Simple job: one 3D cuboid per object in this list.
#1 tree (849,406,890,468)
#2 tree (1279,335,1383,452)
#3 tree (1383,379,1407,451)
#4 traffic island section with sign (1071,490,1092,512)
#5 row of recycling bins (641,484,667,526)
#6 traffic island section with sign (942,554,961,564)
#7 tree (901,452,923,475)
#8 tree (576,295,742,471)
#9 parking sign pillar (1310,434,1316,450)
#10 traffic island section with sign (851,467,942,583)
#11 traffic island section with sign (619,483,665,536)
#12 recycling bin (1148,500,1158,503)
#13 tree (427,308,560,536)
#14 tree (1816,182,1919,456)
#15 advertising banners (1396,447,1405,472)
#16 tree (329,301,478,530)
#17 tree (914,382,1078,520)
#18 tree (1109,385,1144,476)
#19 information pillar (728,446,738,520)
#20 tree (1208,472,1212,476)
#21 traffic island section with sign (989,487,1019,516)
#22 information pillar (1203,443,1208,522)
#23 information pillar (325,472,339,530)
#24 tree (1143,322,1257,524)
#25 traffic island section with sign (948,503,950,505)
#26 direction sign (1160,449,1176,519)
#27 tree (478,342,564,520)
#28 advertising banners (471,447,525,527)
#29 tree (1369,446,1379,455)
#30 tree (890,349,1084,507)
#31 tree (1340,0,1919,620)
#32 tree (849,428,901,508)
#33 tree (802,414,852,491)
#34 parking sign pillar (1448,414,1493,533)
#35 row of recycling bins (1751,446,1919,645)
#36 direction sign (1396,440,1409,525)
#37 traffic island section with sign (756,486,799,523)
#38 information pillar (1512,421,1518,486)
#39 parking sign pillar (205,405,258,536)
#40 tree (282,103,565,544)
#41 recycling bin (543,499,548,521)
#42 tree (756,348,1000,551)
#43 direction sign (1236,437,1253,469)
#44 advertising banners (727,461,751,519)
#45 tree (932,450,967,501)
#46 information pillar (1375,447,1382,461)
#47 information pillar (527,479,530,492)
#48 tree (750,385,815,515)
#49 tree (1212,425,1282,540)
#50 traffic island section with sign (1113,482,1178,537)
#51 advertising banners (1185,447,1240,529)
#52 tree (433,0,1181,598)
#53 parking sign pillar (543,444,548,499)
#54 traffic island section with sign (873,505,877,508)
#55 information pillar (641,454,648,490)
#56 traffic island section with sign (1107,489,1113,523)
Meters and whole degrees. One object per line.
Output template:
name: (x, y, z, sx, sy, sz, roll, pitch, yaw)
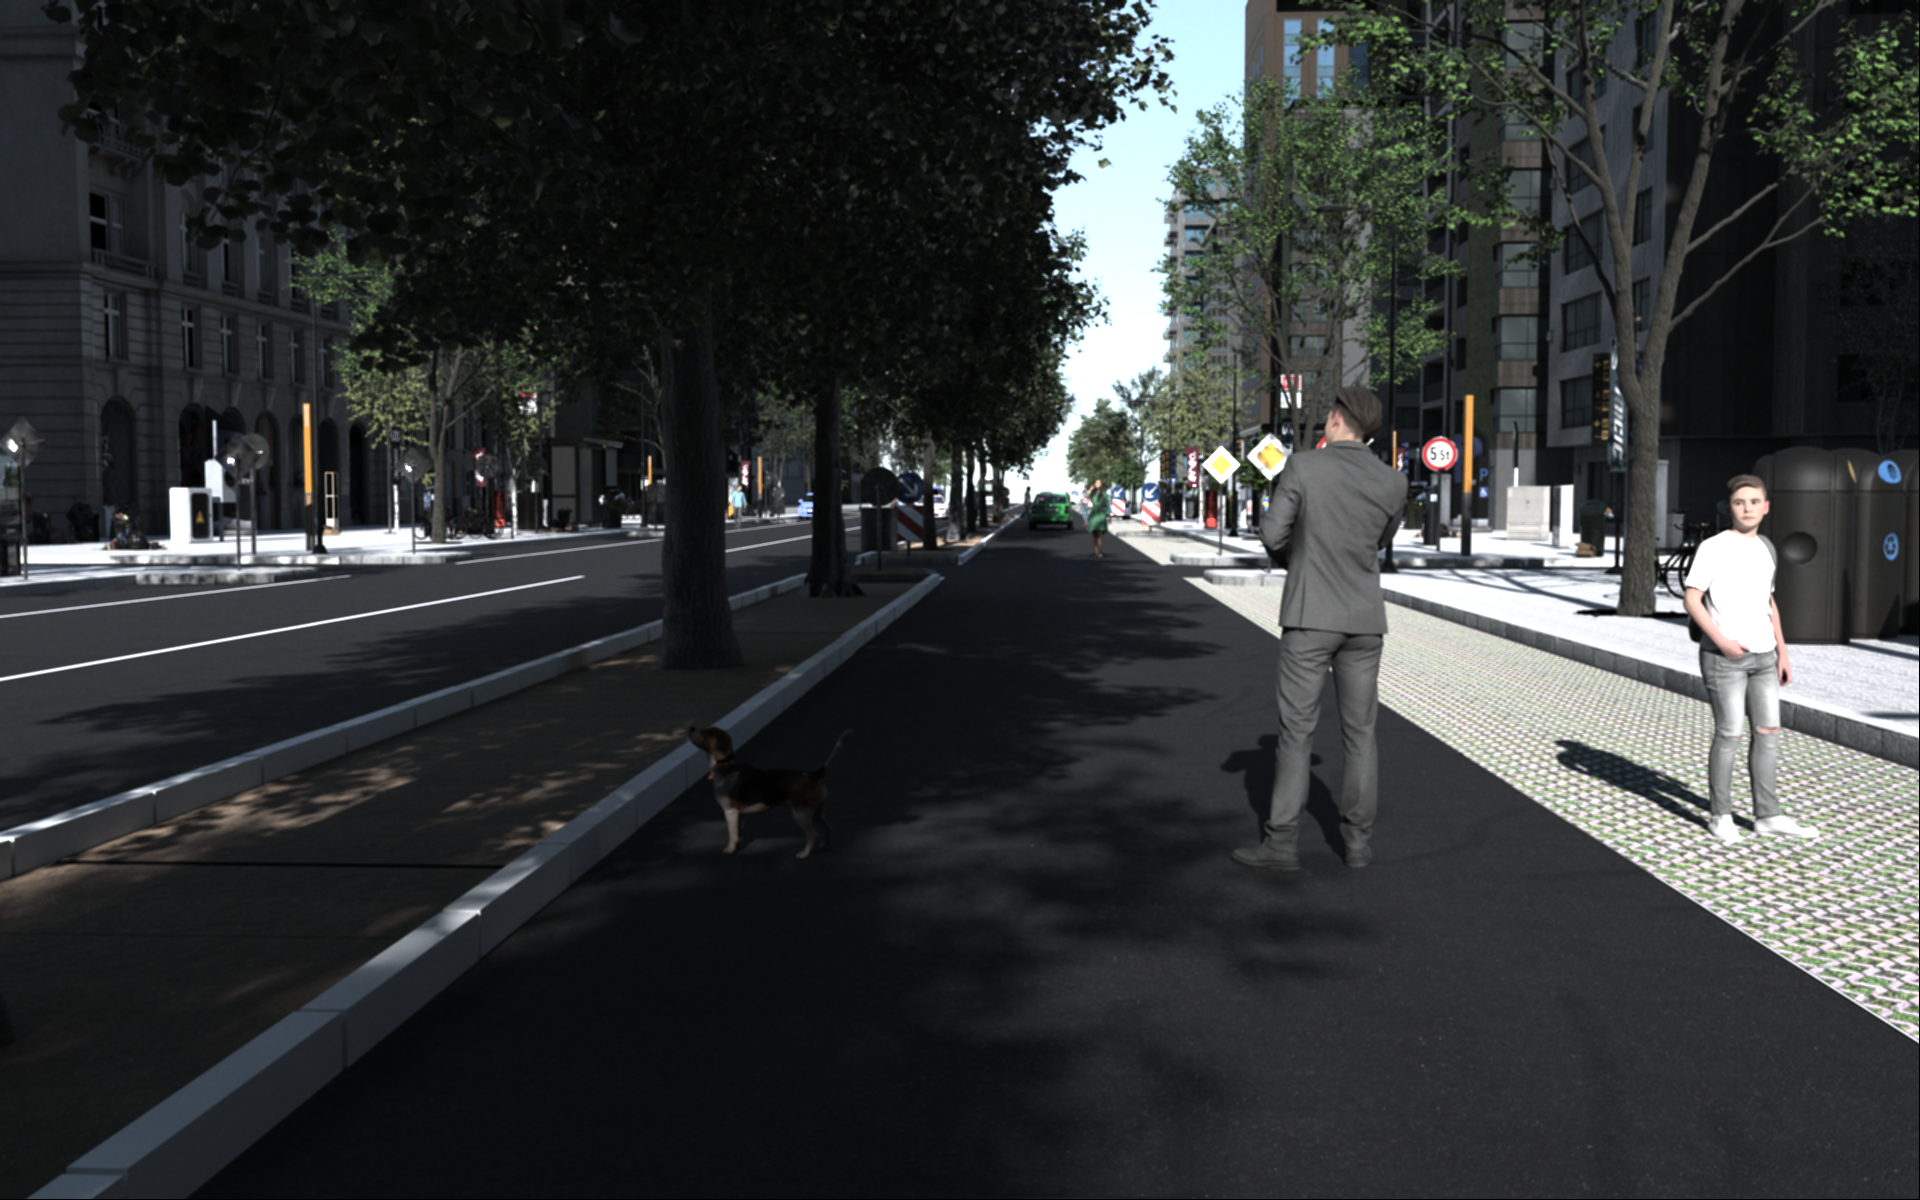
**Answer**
tree: (-6.810, -16.732, 183.930, 12.009, 13.543, 11.850, 0, 3, 0)
tree: (16.919, -7.991, 81.019, 4.360, 8.622, 3.978, 0, 3, 0)
tree: (25.095, -9.559, 106.657, 4.360, 8.622, 3.978, 0, 3, 0)
traffic island section with sign: (11.658, -9.438, 162.938, 1.989, 1.847, 2.006, 0, 4, 3)
row of recycling bins: (-12.556, -3.964, 71.925, 1.069, 1.692, 3.534, -1, 4, -18)
traffic island section with sign: (-1.010, -1.708, 36.070, 2.006, 1.907, 1.989, 0, 4, 3)
tree: (-5.931, -15.267, 199.971, 4.360, 8.622, 3.978, 0, 3, 0)
tree: (-12.822, -8.610, 75.184, 7.601, 10.594, 8.767, 2, 4, 34)
parking sign pillar: (15.349, -5.465, 77.832, 1.447, 3.967, 1.447, 1, 4, 21)
traffic island section with sign: (-1.401, -1.256, 28.673, 2.006, 1.907, 1.989, 0, 4, 3)
traffic island section with sign: (-10.521, -3.113, 59.522, 1.989, 1.847, 2.006, 0, 4, 3)
recycling bin: (11.464, -5.441, 101.516, 0.722, 1.027, 0.722, 1, 4, 21)
tree: (-13.709, -6.251, 52.561, 4.360, 8.622, 3.978, 0, 3, 0)
tree: (22.565, -5.574, 41.489, 4.360, 8.622, 3.978, 0, 3, 0)
advertising banners: (15.952, -4.186, 64.634, 2.074, 3.025, 0.090, -3, 4, -38)
tree: (-19.914, -6.762, 60.922, 4.737, 8.622, 4.395, 0, 3, 0)
tree: (2.215, -9.697, 95.409, 8.767, 10.594, 7.601, 0, 4, 3)
tree: (11.921, -9.096, 99.079, 4.737, 8.622, 4.395, 0, 3, 0)
information pillar: (-11.161, -5.741, 85.212, 0.504, 3.616, 0.183, 0, 4, 5)
tree: (15.512, -6.904, 107.484, 1.663, 3.219, 1.824, 0, 3, 0)
traffic island section with sign: (2.845, -6.298, 111.110, 2.006, 1.907, 1.989, 0, 4, 3)
information pillar: (11.134, -5.330, 78.503, 0.183, 3.616, 0.504, -1, 4, -9)
information pillar: (-21.166, -3.296, 58.385, 0.304, 2.012, 0.304, 1, 4, 12)
tree: (10.364, -7.544, 73.706, 4.737, 8.622, 4.395, 0, 3, 0)
traffic island section with sign: (-0.922, -14.513, 245.911, 1.989, 1.847, 2.006, 0, 4, 3)
direction sign: (10.677, -5.871, 87.981, 0.379, 3.537, 0.876, -2, 4, -33)
tree: (-20.518, -7.867, 78.994, 4.737, 8.622, 4.395, 0, 3, 0)
advertising banners: (-17.321, -4.220, 65.190, 2.074, 3.025, 0.090, -2, 4, -26)
tree: (14.670, -4.184, 63.002, 1.663, 3.219, 1.824, 0, 3, 0)
tree: (2.322, -11.785, 105.512, 12.009, 13.543, 11.850, 0, 3, 0)
tree: (7.056, -5.626, 17.733, 9.928, 11.665, 9.643, 0, 3, 0)
tree: (-7.953, -12.303, 151.514, 4.360, 8.622, 3.978, 0, 3, 0)
tree: (-9.884, -10.883, 128.292, 4.737, 8.622, 4.395, 0, 3, 0)
parking sign pillar: (17.077, -4.243, 57.839, 1.447, 3.967, 1.447, -1, 4, -22)
row of recycling bins: (8.398, -0.532, 15.814, 3.534, 1.692, 1.069, -2, 4, -33)
direction sign: (18.381, -4.929, 72.590, 0.876, 3.537, 0.379, -1, 4, -10)
traffic island section with sign: (-9.113, -4.778, 86.756, 1.989, 1.847, 2.006, 0, 4, 3)
information pillar: (17.694, -3.906, 55.217, 0.183, 3.616, 0.504, 1, 4, 9)
parking sign pillar: (-22.376, -3.955, 53.137, 1.447, 3.967, 1.447, 3, 5, 44)
tree: (-13.400, -7.255, 44.371, 9.928, 11.665, 9.643, 0, 3, 0)
recycling bin: (-19.498, -4.284, 82.589, 0.722, 1.027, 0.722, 3, 4, 37)
tree: (-0.864, -7.064, 43.704, 9.928, 11.665, 9.643, 0, 3, 0)
direction sign: (11.299, -4.665, 68.264, 0.876, 3.537, 0.379, 1, 4, 12)
advertising banners: (-11.951, -5.760, 90.370, 2.074, 3.025, 0.090, 0, 4, -7)
tree: (-2.233, -21.278, 266.017, 7.486, 12.596, 7.792, 0, 3, 0)
information pillar: (20.638, -5.761, 85.547, 0.183, 3.616, 0.504, -1, 4, -17)
information pillar: (-21.114, -4.939, 85.236, 0.304, 2.012, 0.304, -2, 4, -35)
tree: (-10.963, -9.489, 105.500, 4.360, 8.622, 3.978, 0, 3, 0)
tree: (8.282, -3.296, 48.495, 1.663, 3.219, 1.824, 0, 3, 0)
traffic island section with sign: (6.254, -3.028, 58.130, 1.989, 1.847, 2.006, 0, 4, 3)
advertising banners: (9.337, -4.153, 64.094, 2.074, 3.025, 0.090, 0, 4, -1)
tree: (-1.836, -6.381, 23.797, 9.611, 12.733, 9.660, 0, 3, 0)
parking sign pillar: (-21.204, -6.259, 90.813, 1.447, 3.967, 1.447, 3, 4, 38)
traffic island section with sign: (-6.550, -7.826, 136.578, 1.989, 1.847, 2.006, 0, 4, 3)
information pillar: (-18.587, -6.778, 102.177, 0.504, 3.616, 0.183, 1, 4, 21)
traffic island section with sign: (7.647, -4.683, 85.194, 1.989, 1.847, 2.006, 0, 4, 3)
